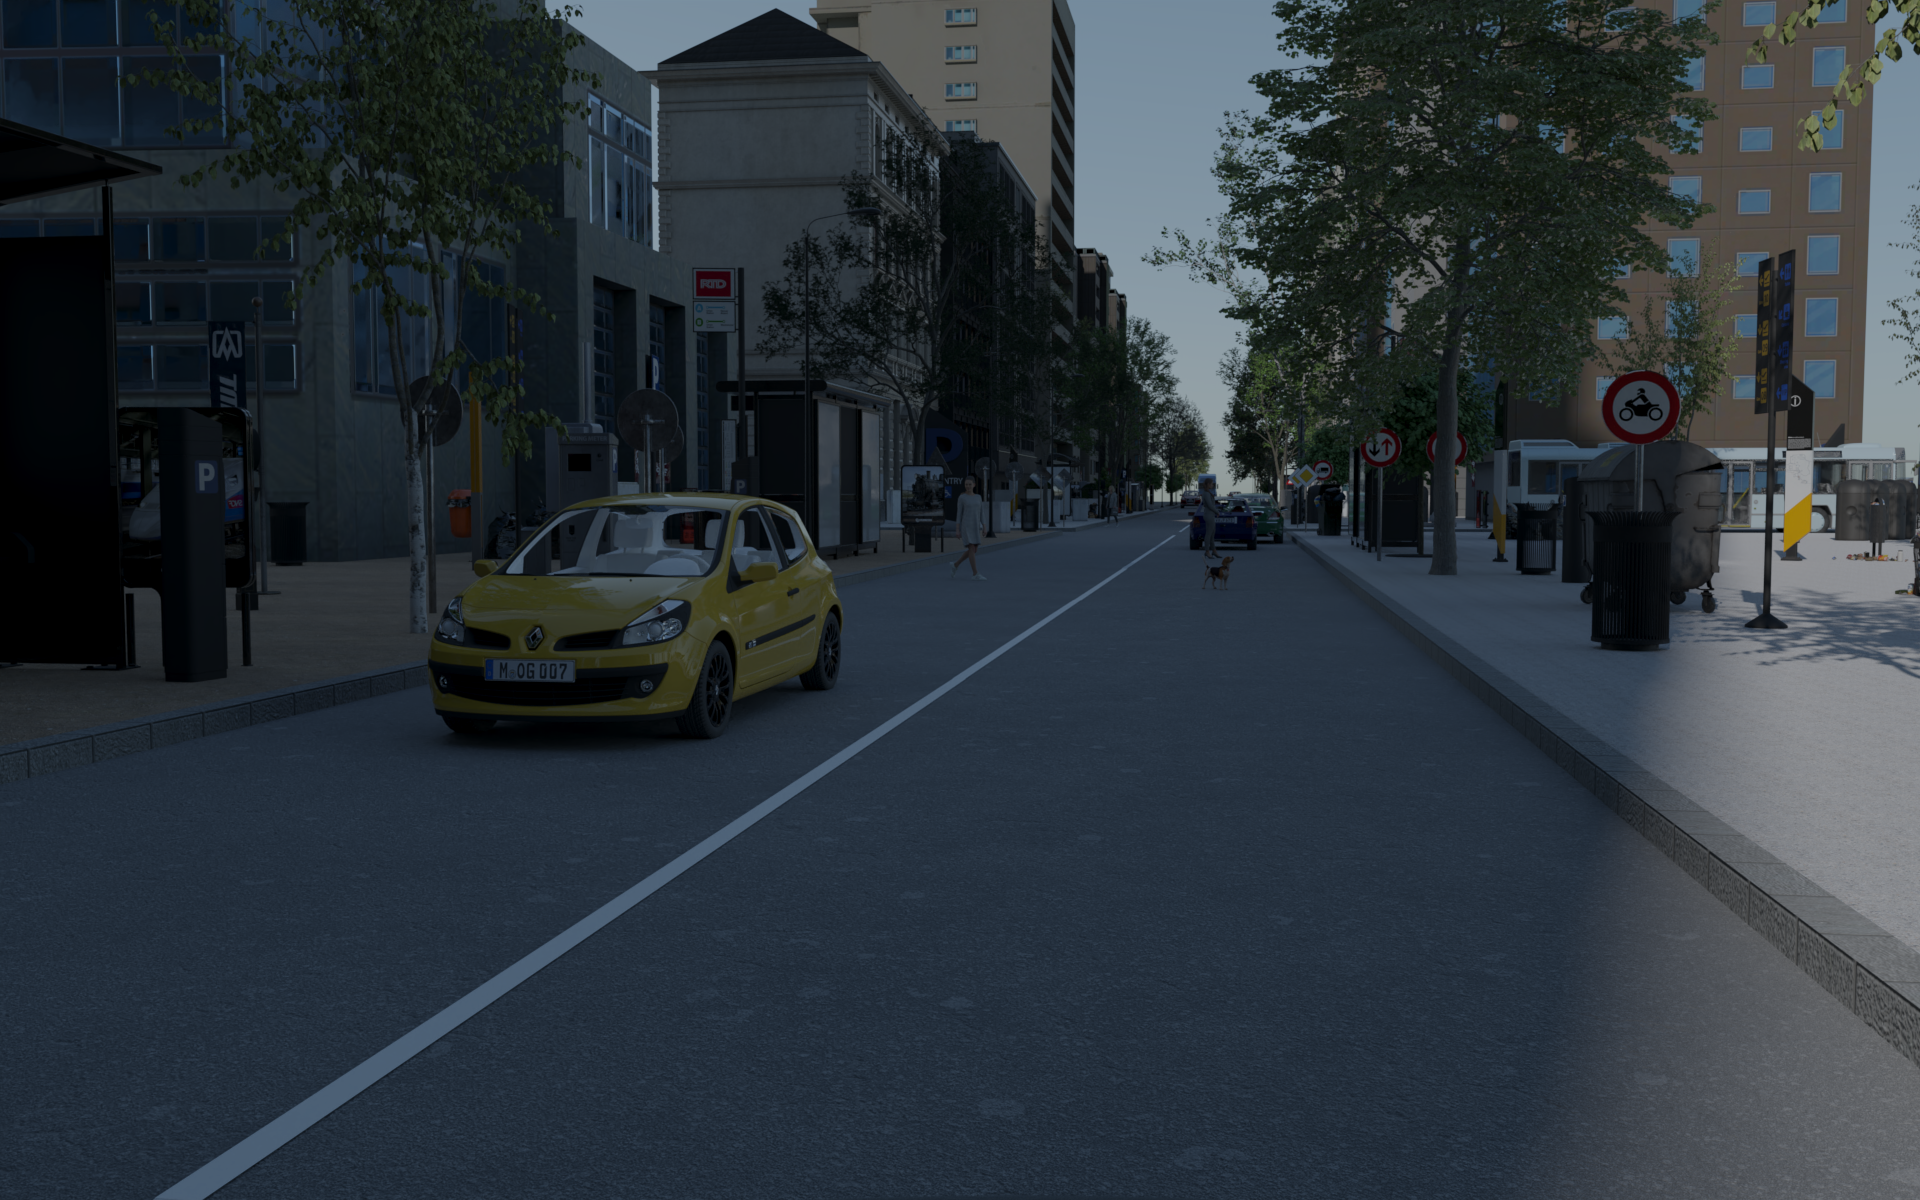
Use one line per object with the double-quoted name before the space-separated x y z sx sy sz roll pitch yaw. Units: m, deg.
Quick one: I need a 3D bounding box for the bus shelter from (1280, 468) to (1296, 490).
"bus shelter" 25.788 -8.631 135.041 2.014 3.302 5.546 1 4 9

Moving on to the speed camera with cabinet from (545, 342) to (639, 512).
"speed camera with cabinet" -4.949 -1.777 23.396 0.660 3.252 2.038 1 4 9

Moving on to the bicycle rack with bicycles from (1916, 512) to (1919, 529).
"bicycle rack with bicycles" 35.968 -3.030 62.925 2.925 0.926 2.852 0 4 -7

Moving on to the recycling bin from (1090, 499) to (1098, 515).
"recycling bin" 7.110 -5.017 94.586 0.722 1.027 0.722 -2 4 -30

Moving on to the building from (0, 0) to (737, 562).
"building" -23.923 -44.627 42.331 31.000 86.520 22.319 1 4 9

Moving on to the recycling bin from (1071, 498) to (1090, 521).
"recycling bin" 5.682 -4.241 81.889 0.722 1.027 0.722 0 4 4

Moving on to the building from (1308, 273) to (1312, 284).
"building" 64.384 -36.901 286.930 14.154 41.232 14.086 1 4 9

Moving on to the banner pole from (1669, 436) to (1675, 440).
"banner pole" 26.963 -4.624 65.627 0.863 3.779 0.401 -3 5 -43

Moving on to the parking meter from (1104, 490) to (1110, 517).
"parking meter" 8.075 -5.334 95.621 0.372 1.533 0.369 0 3 0

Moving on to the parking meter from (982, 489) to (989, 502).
"parking meter" 1.341 -5.070 91.301 0.372 1.533 0.369 0 3 0

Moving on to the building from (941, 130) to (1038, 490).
"building" -2.787 -20.245 124.508 14.314 27.812 24.014 1 4 9

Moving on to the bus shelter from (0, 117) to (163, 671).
"bus shelter" -7.051 -1.123 9.640 1.731 3.624 6.357 1 4 9

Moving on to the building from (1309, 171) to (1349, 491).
"building" 62.780 -38.550 253.998 21.300 48.544 21.600 1 4 9

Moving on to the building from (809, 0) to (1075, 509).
"building" -1.399 -32.459 154.409 21.300 48.544 21.600 1 4 9

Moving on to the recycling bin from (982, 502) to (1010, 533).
"recycling bin" 1.195 -2.720 57.019 0.722 1.027 0.722 2 4 27

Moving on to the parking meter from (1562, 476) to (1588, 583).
"parking meter" 8.914 -1.018 25.049 0.372 1.533 0.369 0 3 0

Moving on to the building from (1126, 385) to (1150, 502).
"building" 16.795 -27.040 287.149 27.650 21.520 28.899 1 4 9

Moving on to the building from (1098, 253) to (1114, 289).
"building" 9.883 -34.802 260.896 32.217 40.220 23.993 1 4 9

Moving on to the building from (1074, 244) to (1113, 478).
"building" 9.848 -26.312 201.905 14.160 30.474 14.107 1 4 9

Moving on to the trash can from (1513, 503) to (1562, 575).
"trash can" 9.181 -0.974 27.580 0.748 1.137 0.748 0 3 0

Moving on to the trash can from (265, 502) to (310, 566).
"trash can" -12.005 -1.181 30.956 0.748 1.137 0.748 0 3 0

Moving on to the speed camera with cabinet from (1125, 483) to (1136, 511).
"speed camera with cabinet" 13.349 -8.636 135.535 0.660 3.252 2.038 1 4 13

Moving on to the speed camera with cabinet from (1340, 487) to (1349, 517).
"speed camera with cabinet" 21.514 -6.288 97.149 2.038 3.252 0.660 -2 4 -27

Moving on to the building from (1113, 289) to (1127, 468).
"building" 15.740 -28.704 241.007 14.160 30.474 14.107 1 4 9

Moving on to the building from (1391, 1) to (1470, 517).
"building" 38.165 -34.668 108.827 21.231 58.520 28.212 1 4 9

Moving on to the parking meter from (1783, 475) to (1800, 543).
"parking meter" 21.847 -2.431 45.458 0.255 1.863 0.399 -1 4 -14

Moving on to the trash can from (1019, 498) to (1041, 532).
"trash can" 2.365 -2.874 58.649 0.748 1.137 0.748 0 3 0

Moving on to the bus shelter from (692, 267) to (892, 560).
"bus shelter" -3.246 -3.404 33.293 2.179 5.291 8.768 1 4 9

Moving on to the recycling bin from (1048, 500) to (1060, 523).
"recycling bin" 4.016 -3.893 76.197 0.722 1.027 0.722 0 4 0

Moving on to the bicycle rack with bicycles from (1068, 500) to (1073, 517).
"bicycle rack with bicycles" 5.709 -5.156 97.680 2.852 0.926 2.925 1 4 22

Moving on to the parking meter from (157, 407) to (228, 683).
"parking meter" -5.278 -0.381 11.934 0.255 1.863 0.399 1 4 16

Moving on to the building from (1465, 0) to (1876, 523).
"building" 30.751 -26.118 77.139 14.200 45.320 14.600 1 4 9

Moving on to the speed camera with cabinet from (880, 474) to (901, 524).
"speed camera with cabinet" -3.101 -4.923 74.825 2.038 3.252 0.660 -2 4 -26

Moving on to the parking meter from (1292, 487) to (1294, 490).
"parking meter" 22.822 -6.860 117.876 0.399 1.863 0.255 -1 4 -15

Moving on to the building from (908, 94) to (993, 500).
"building" -5.201 -16.832 104.889 12.332 23.373 15.834 1 4 9

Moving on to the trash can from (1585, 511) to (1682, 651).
"trash can" 5.554 -0.164 14.328 0.748 1.137 0.748 0 3 0

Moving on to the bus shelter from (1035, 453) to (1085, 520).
"bus shelter" 5.101 -5.757 88.049 2.014 3.302 5.546 1 4 9

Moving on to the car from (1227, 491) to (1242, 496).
"car" 35.995 -13.322 226.479 2.281 1.827 5.304 1 4 9

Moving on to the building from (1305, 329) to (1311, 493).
"building" 61.336 -30.665 273.078 14.160 30.474 14.107 1 4 9

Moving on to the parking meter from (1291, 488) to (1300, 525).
"parking meter" 14.085 -3.935 72.748 0.372 1.533 0.369 0 3 0

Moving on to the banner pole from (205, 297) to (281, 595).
"banner pole" -9.148 -1.961 22.082 0.863 3.779 0.401 0 4 -1

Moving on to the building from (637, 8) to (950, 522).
"building" -7.342 -15.760 86.554 11.050 23.489 19.941 1 4 9

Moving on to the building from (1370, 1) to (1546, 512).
"building" 43.061 -30.880 155.005 14.600 45.320 14.200 1 4 9

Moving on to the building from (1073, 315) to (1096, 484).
"building" -0.654 -20.602 181.877 27.650 21.520 28.899 1 4 9

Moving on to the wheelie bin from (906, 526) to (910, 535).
"wheelie bin" -1.239 -2.810 53.846 0.693 1.594 0.980 2 4 31

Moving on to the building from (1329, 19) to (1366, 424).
"building" 55.283 -36.705 189.359 28.713 52.752 27.495 1 4 9

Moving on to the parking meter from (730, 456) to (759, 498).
"parking meter" -3.351 -1.300 26.971 0.399 1.863 0.255 2 4 28

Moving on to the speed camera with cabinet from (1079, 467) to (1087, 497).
"speed camera with cabinet" 9.631 -7.991 124.993 2.038 3.252 0.660 1 4 21

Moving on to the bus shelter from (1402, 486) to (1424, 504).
"bus shelter" 12.621 -3.668 51.258 1.731 3.624 6.357 1 4 9

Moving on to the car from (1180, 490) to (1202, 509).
"car" 23.145 -10.076 173.407 2.281 1.827 5.304 1 4 9

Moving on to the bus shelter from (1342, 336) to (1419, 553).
"bus shelter" 10.371 -3.923 41.778 2.179 5.291 8.768 1 4 9

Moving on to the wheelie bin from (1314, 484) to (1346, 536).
"wheelie bin" 11.436 -2.780 53.355 0.980 1.594 0.693 -1 4 -11

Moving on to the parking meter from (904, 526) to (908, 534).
"parking meter" -1.624 -3.087 56.183 0.399 1.863 0.255 1 4 18
